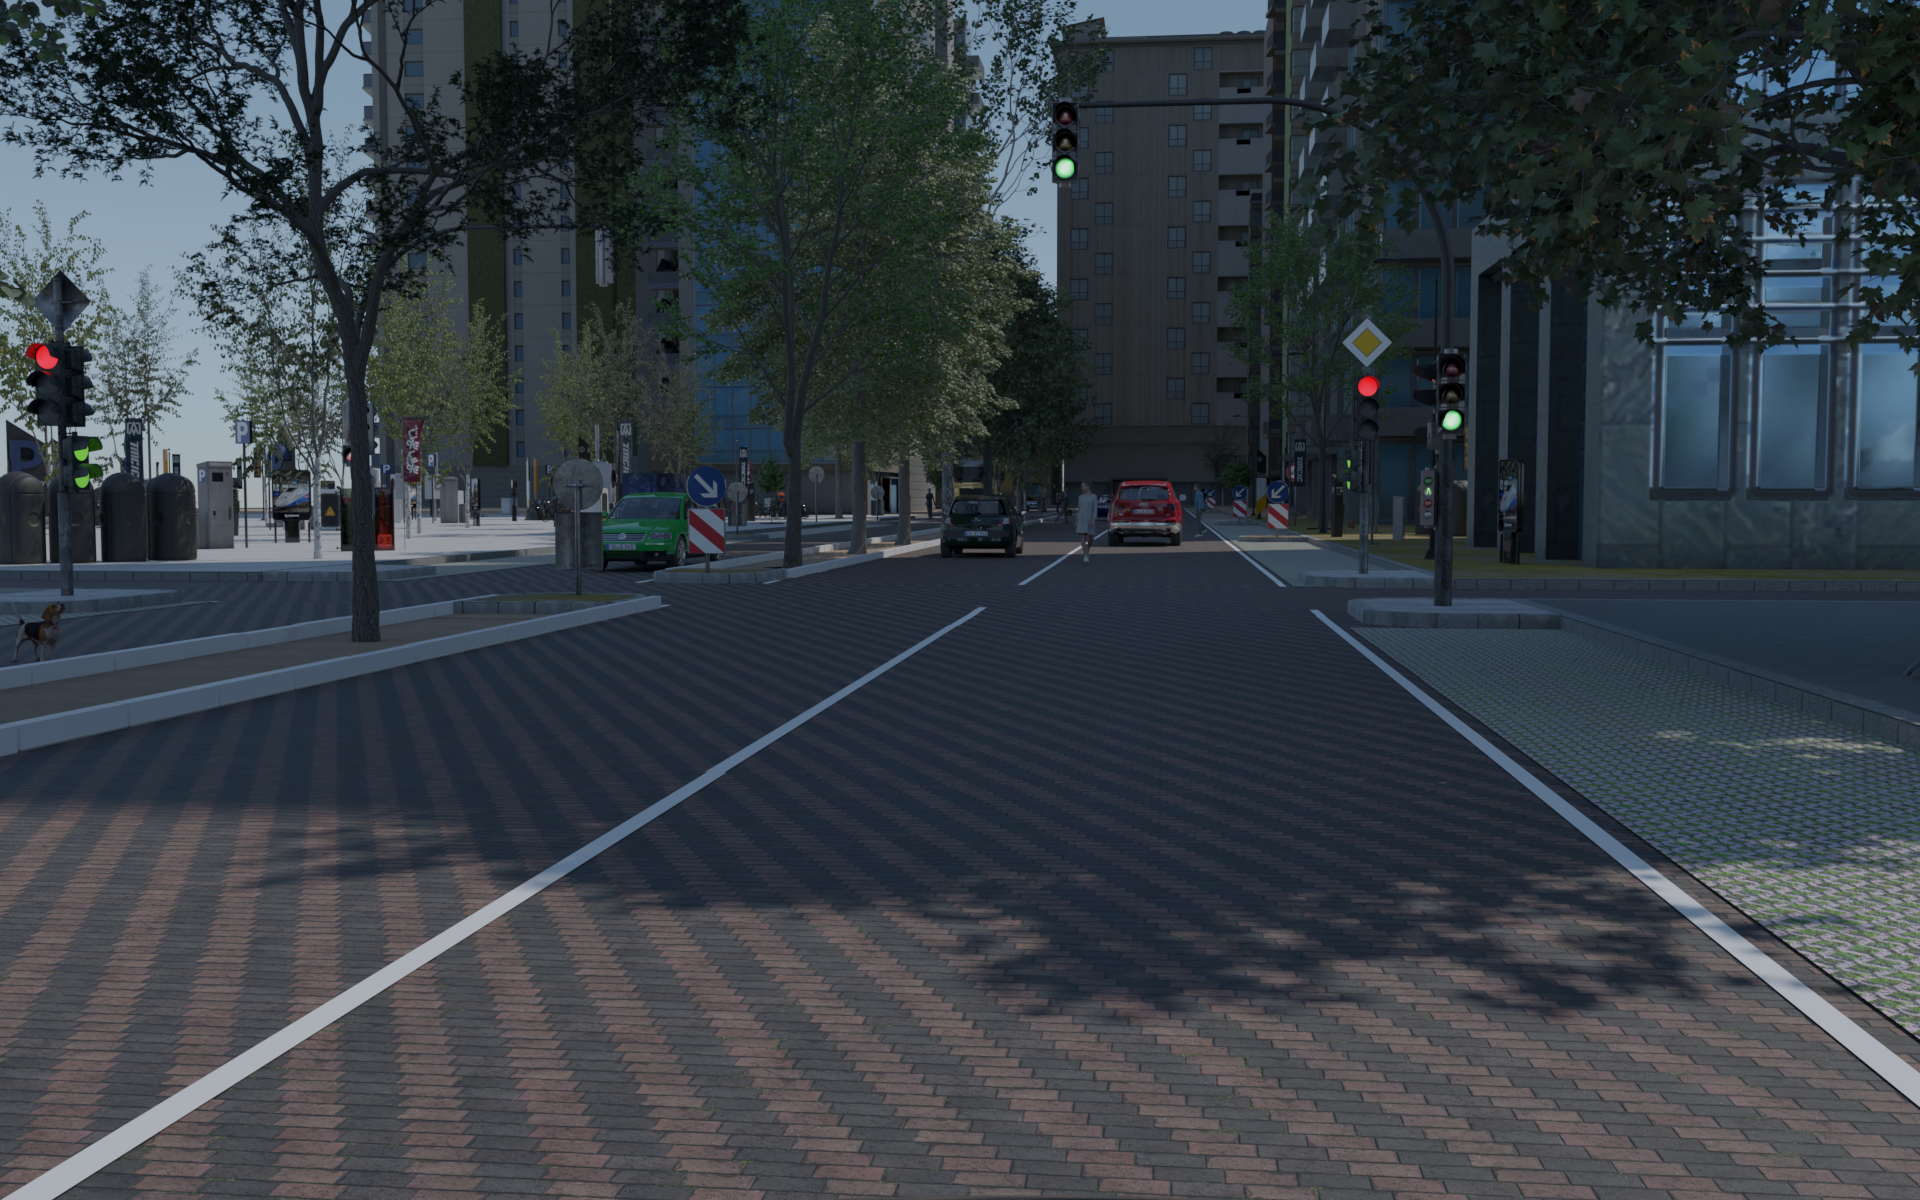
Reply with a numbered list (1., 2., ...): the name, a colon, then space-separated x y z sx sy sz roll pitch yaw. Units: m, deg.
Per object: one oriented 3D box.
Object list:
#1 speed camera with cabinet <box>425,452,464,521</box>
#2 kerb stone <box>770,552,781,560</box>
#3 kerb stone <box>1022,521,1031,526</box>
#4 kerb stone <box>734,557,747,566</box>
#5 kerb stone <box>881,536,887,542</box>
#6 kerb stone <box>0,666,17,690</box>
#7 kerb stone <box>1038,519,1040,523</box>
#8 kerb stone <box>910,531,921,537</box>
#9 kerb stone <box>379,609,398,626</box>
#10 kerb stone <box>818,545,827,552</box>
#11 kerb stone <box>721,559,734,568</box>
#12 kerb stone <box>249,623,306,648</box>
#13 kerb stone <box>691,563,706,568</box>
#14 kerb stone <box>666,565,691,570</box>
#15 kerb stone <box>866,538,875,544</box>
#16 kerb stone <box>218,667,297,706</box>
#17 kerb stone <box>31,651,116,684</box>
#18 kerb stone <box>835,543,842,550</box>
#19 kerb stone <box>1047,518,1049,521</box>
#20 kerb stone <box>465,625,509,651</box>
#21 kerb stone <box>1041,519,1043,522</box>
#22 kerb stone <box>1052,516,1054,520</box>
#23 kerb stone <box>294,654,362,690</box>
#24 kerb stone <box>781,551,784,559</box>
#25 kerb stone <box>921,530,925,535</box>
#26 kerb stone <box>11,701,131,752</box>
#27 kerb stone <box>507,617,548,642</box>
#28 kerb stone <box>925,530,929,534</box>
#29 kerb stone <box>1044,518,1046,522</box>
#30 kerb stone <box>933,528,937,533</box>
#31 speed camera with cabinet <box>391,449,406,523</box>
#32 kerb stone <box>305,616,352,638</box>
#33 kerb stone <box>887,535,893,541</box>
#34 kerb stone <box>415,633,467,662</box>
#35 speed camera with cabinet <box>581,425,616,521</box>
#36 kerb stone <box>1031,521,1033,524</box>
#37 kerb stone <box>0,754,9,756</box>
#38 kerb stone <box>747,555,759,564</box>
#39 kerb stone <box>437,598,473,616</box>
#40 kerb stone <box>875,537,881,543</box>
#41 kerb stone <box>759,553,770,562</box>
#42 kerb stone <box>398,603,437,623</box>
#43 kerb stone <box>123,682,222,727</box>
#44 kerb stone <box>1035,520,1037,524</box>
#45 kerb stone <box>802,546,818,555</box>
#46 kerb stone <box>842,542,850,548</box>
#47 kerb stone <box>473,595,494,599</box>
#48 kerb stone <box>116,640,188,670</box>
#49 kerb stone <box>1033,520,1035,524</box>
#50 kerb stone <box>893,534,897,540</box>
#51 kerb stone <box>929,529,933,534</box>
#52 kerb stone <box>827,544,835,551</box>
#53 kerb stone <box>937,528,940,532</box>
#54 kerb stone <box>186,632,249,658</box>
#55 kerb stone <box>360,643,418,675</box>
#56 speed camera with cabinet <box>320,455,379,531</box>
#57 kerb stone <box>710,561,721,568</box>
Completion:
1. speed camera with cabinet: -24.605 -5.399 82.608 0.660 3.252 2.038 2 4 26
2. kerb stone: -4.085 -0.926 37.399 0.120 0.150 1.000 0 4 7
3. kerb stone: 3.077 -3.525 79.833 0.120 0.150 1.000 0 4 7
4. kerb stone: -4.451 -0.740 34.349 0.120 0.150 1.000 0 4 7
5. kerb stone: -2.390 -1.796 51.623 0.120 0.150 1.000 0 4 7
6. kerb stone: -7.057 0.596 12.443 0.120 0.150 1.000 0 4 7
7. kerb stone: 3.693 -3.836 84.915 0.120 0.150 1.000 0 4 7
8. kerb stone: -1.543 -2.233 58.731 0.120 0.150 1.000 0 4 7
9. kerb stone: -6.328 0.223 18.557 0.120 0.150 1.000 0 4 7
10. kerb stone: -3.481 -1.240 42.477 0.120 0.150 1.000 0 4 7
11. kerb stone: -4.571 -0.679 33.324 0.120 0.150 1.000 0 4 7
12. kerb stone: -6.570 0.354 16.523 0.120 0.150 1.000 0 4 7
13. kerb stone: -4.810 -0.553 31.269 0.120 0.150 1.000 0 4 7
14. kerb stone: -4.941 -0.493 30.249 0.120 0.150 1.000 0 4 7
15. kerb stone: -2.637 -1.676 49.592 0.120 0.150 1.000 0 4 7
16. kerb stone: -4.979 0.614 12.158 0.120 0.150 1.000 0 4 7
17. kerb stone: -6.937 0.534 13.464 0.120 0.150 1.000 0 4 7
18. kerb stone: -3.239 -1.362 44.507 0.120 0.150 1.000 0 4 7
19. kerb stone: 4.432 -4.210 91.029 0.120 0.150 1.000 0 4 7
20. kerb stone: -4.498 0.365 16.232 0.120 0.150 1.000 0 4 7
21. kerb stone: 3.935 -3.954 86.958 0.120 0.150 1.000 0 4 7
22. kerb stone: 4.907 -4.451 95.096 0.120 0.150 1.000 0 4 7
23. kerb stone: -4.857 0.552 13.176 0.120 0.150 1.000 0 4 7
24. kerb stone: -3.958 -0.992 38.415 0.120 0.150 1.000 0 4 7
25. kerb stone: -1.422 -2.295 59.760 0.120 0.150 1.000 0 4 7
26. kerb stone: -5.221 0.738 10.129 0.120 0.150 1.000 0 4 7
27. kerb stone: -4.369 0.303 17.245 0.120 0.150 1.000 0 4 7
28. kerb stone: -1.300 -2.352 60.782 0.120 0.150 1.000 0 4 7
29. kerb stone: 4.181 -4.085 88.988 0.120 0.150 1.000 0 4 7
30. kerb stone: -1.064 -2.484 62.812 0.120 0.150 1.000 0 4 7
31. speed camera with cabinet: -25.261 -5.077 77.348 0.660 3.252 2.038 -2 4 -34
32. kerb stone: -6.454 0.285 17.541 0.120 0.150 1.000 0 4 7
33. kerb stone: -2.266 -1.862 52.637 0.120 0.150 1.000 0 4 7
34. kerb stone: -4.615 0.427 15.216 0.120 0.150 1.000 0 4 7
35. speed camera with cabinet: -10.162 -3.326 48.716 0.660 3.252 2.038 0 4 1
36. kerb stone: 3.205 -3.587 80.850 0.120 0.150 1.000 0 4 7
37. kerb stone: -5.342 0.800 9.108 0.120 0.150 1.000 0 4 7
38. kerb stone: -4.325 -0.806 35.366 0.120 0.150 1.000 0 4 7
39. kerb stone: -6.083 0.098 20.595 0.120 0.150 1.000 0 4 7
40. kerb stone: -2.510 -1.738 50.607 0.120 0.150 1.000 0 4 7
41. kerb stone: -4.207 -0.864 36.384 0.120 0.150 1.000 0 4 7
42. kerb stone: -6.211 0.160 19.581 0.120 0.150 1.000 0 4 7
43. kerb stone: -5.097 0.676 11.143 0.120 0.150 1.000 0 4 7
44. kerb stone: 3.445 -3.711 82.880 0.120 0.150 1.000 0 4 7
45. kerb stone: -3.608 -1.176 41.462 0.120 0.150 1.000 0 4 7
46. kerb stone: -3.115 -1.427 45.523 0.120 0.150 1.000 0 4 7
47. kerb stone: -5.970 0.036 21.611 0.120 0.150 1.000 0 4 7
48. kerb stone: -6.814 0.473 14.482 0.120 0.150 1.000 0 4 7
49. kerb stone: 3.325 -3.650 81.865 0.120 0.150 1.000 0 4 7
50. kerb stone: -2.149 -1.922 53.653 0.120 0.150 1.000 0 4 7
51. kerb stone: -1.173 -2.422 61.796 0.120 0.150 1.000 0 4 7
52. kerb stone: -3.354 -1.302 43.491 0.120 0.150 1.000 0 4 7
53. kerb stone: -0.935 -2.544 63.840 0.120 0.150 1.000 0 4 7
54. kerb stone: -6.704 0.410 15.498 0.120 0.150 1.000 0 4 7
55. kerb stone: -4.734 0.494 14.191 0.120 0.150 1.000 0 4 7
56. speed camera with cabinet: -21.503 -4.066 60.821 2.038 3.252 0.660 -1 4 -10
57. kerb stone: -4.689 -0.618 32.292 0.120 0.150 1.000 0 4 7
